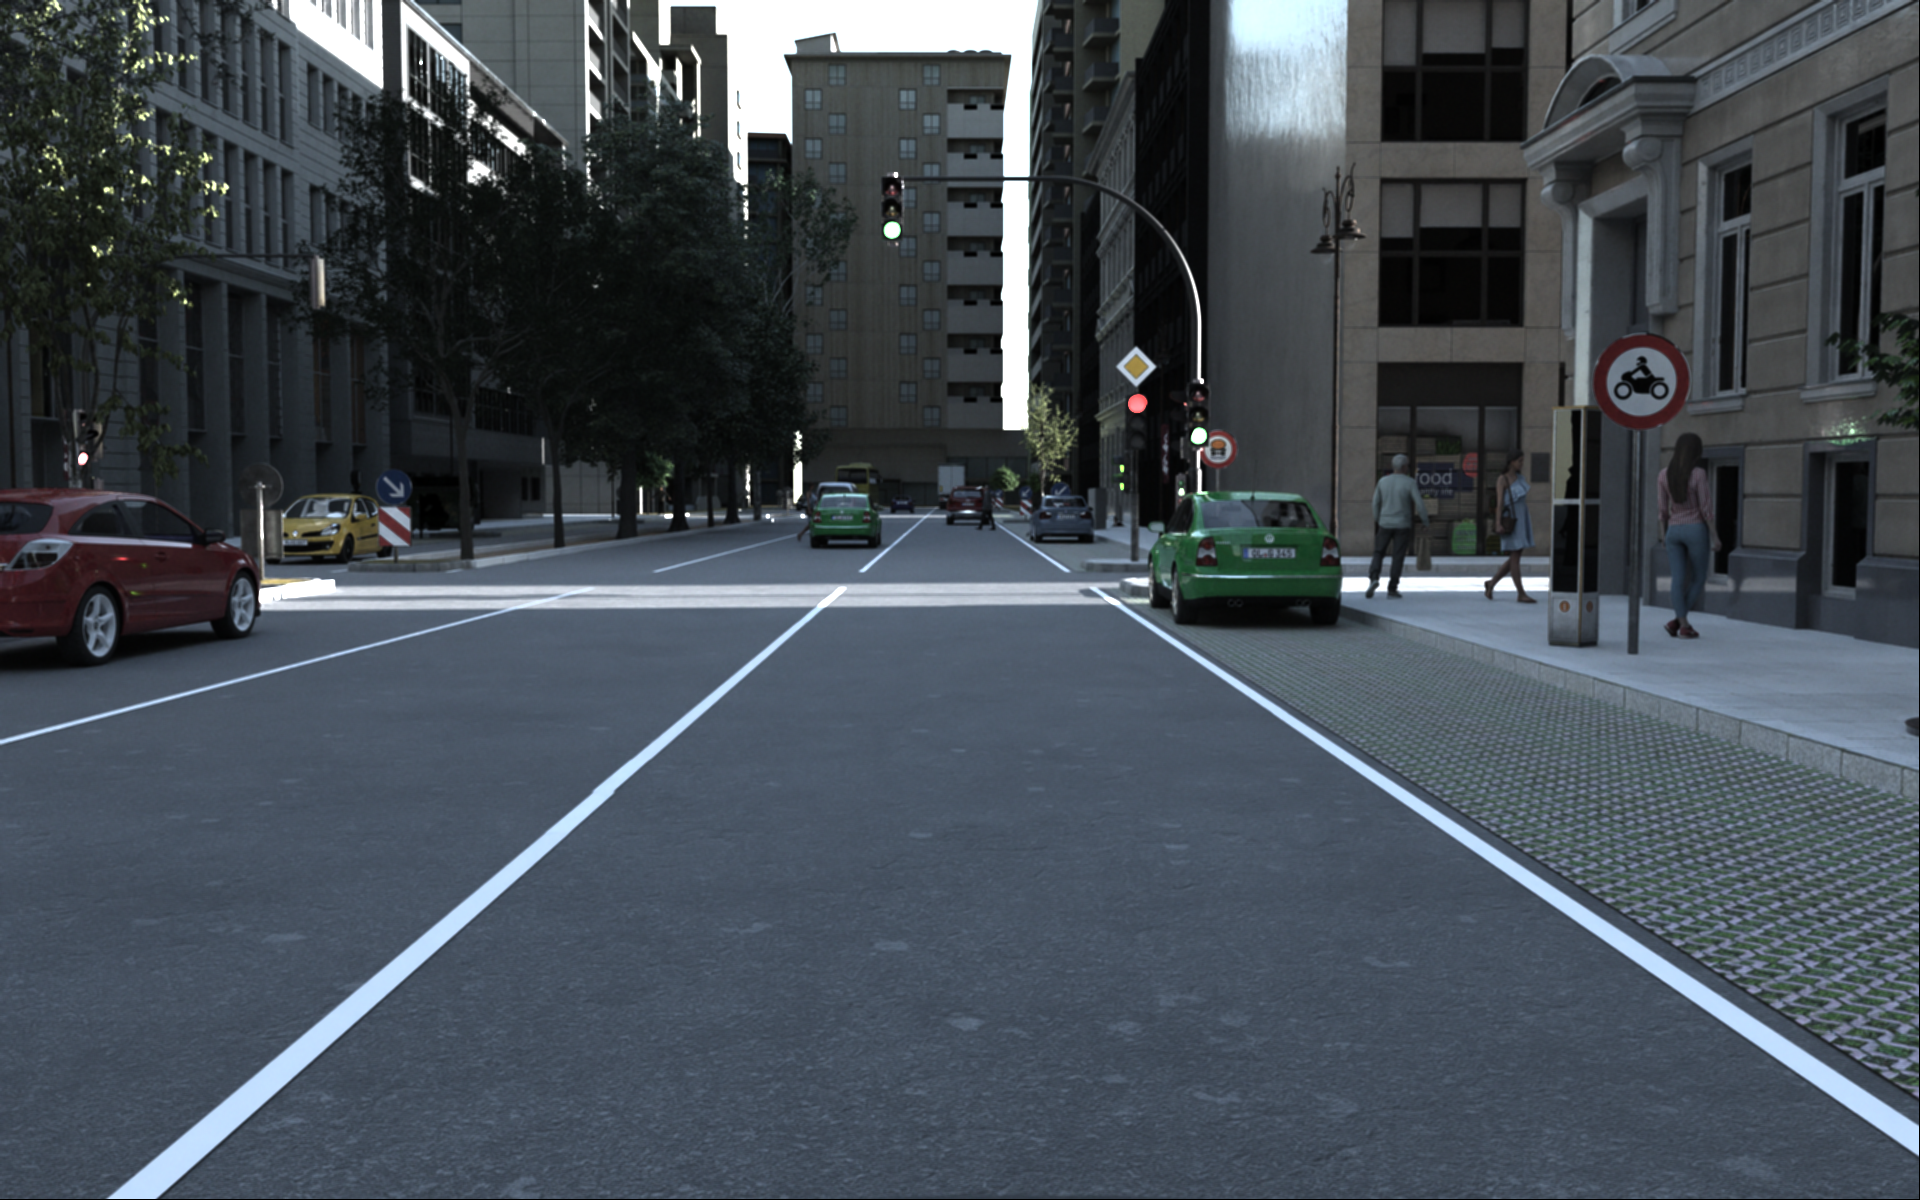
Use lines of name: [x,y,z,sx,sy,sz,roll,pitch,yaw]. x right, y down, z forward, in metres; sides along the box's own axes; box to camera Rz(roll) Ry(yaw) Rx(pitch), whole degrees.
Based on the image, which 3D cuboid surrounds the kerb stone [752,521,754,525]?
kerb stone: [-9.628,-3.477,79.161,0.120,0.150,1.000,0,4,0]

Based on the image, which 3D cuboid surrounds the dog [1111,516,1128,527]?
dog: [6.274,-3.079,68.070,0.748,0.427,0.550,0,4,-3]

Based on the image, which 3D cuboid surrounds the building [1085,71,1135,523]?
building: [12.362,-14.913,79.990,11.583,22.565,21.152,0,4,0]

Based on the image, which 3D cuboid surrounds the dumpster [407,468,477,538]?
dumpster: [-16.535,-3.071,55.157,1.985,2.255,1.502,0,4,1]

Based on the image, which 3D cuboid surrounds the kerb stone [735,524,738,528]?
kerb stone: [-9.594,-3.103,72.999,0.120,0.150,1.000,0,4,0]

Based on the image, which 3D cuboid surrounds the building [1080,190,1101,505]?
building: [13.603,-16.480,99.130,12.332,23.373,15.834,0,4,0]

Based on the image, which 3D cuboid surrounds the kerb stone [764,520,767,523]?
kerb stone: [-9.650,-3.797,84.277,0.120,0.150,1.000,0,4,0]

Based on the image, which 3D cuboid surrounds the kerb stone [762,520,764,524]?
kerb stone: [-9.643,-3.730,83.255,0.120,0.150,1.000,0,4,0]

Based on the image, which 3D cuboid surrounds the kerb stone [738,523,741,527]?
kerb stone: [-9.602,-3.168,74.021,0.120,0.150,1.000,0,4,0]

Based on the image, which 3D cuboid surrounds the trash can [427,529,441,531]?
trash can: [-18.535,-3.019,61.014,0.748,1.137,0.748,0,3,0]

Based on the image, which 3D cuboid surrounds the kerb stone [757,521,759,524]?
kerb stone: [-9.639,-3.609,81.205,0.120,0.150,1.000,0,4,0]

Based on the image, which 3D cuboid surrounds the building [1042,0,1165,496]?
building: [17.646,-29.140,131.061,22.147,44.769,28.867,0,4,0]

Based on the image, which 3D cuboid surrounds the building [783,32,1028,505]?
building: [-5.873,-37.791,207.120,27.495,52.752,28.713,0,4,0]

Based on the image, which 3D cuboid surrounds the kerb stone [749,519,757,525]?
kerb stone: [-9.640,-3.547,80.182,0.120,0.150,1.000,0,4,0]

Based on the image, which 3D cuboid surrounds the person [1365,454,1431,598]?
person: [5.408,-0.898,21.218,0.782,1.767,0.515,2,4,31]

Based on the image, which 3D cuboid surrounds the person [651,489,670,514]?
person: [-19.083,-6.386,110.588,1.348,1.807,0.705,1,4,15]

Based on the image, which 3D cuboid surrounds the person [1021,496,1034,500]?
person: [5.121,-7.760,132.879,0.705,1.831,1.348,-3,5,-41]

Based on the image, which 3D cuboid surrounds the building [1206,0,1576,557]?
building: [24.731,-14.663,44.254,34.151,26.468,19.350,0,4,0]

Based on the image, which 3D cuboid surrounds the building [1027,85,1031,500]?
building: [13.854,-30.045,174.838,14.154,41.232,14.086,0,4,0]

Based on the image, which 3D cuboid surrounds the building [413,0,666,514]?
building: [-31.174,-41.506,116.879,20.563,71.187,20.611,0,4,0]

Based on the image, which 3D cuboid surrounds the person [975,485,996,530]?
person: [1.011,-3.673,68.957,0.834,1.777,0.661,1,4,13]

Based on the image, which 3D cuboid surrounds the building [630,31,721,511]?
building: [-36.690,-27.473,141.059,32.217,40.220,23.993,0,4,0]

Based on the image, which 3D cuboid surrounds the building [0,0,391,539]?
building: [-26.460,-16.593,48.787,11.434,29.767,29.804,0,4,0]

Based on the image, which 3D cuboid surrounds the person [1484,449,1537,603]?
person: [6.506,-0.881,20.541,0.616,1.811,0.778,-2,4,-33]

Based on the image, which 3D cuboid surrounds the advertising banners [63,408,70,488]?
advertising banners: [-18.430,-2.438,36.055,0.090,3.025,2.074,-1,4,-15]

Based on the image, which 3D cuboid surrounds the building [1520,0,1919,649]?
building: [14.148,-13.859,12.507,13.634,28.700,20.117,0,4,0]

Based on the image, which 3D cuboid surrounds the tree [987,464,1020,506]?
tree: [4.619,-12.338,185.443,4.285,4.588,4.351,0,3,0]

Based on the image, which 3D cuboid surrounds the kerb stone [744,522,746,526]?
kerb stone: [-9.615,-3.296,76.079,0.120,0.150,1.000,0,4,0]

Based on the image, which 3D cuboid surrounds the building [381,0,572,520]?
building: [-28.159,-15.929,79.514,14.314,24.678,30.058,0,4,0]

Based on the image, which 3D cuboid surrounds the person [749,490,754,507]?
person: [-20.514,-10.023,170.735,1.217,1.723,0.721,-1,4,-8]

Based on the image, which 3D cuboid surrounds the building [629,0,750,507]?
building: [-32.623,-33.440,170.450,21.600,48.544,21.300,0,4,0]

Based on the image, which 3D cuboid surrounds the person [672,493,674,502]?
person: [-19.989,-6.882,121.781,0.599,1.433,0.991,-3,4,-37]

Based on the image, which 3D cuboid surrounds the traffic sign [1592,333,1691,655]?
traffic sign: [5.395,-0.838,13.806,0.768,2.556,0.104,0,4,3]

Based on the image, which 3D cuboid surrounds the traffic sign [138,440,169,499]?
traffic sign: [-18.503,-2.438,39.861,0.884,2.594,0.081,0,4,6]

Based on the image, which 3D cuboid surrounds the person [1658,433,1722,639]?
person: [6.487,-0.572,15.399,0.555,1.821,0.388,3,5,41]

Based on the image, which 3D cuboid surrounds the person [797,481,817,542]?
person: [-4.486,-2.630,51.595,0.778,1.811,0.616,1,4,11]

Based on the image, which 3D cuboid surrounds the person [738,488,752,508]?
person: [-19.238,-9.085,154.603,1.348,1.822,0.705,1,4,15]

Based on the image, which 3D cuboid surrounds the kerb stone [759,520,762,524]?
kerb stone: [-9.636,-3.672,82.228,0.120,0.150,1.000,0,4,0]

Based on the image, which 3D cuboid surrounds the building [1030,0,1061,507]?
building: [17.503,-32.565,156.132,21.300,48.544,21.600,0,4,0]

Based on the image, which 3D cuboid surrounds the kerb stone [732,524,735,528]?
kerb stone: [-9.591,-3.037,71.977,0.120,0.150,1.000,0,4,0]

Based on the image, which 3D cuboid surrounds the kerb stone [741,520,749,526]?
kerb stone: [-9.623,-3.357,77.108,0.120,0.150,1.000,0,4,0]

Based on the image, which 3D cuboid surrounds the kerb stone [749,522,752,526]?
kerb stone: [-9.617,-3.422,78.138,0.120,0.150,1.000,0,4,0]

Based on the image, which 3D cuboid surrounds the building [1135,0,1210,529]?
building: [13.171,-14.179,61.511,12.332,23.373,15.834,0,4,0]

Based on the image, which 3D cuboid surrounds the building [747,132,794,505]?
building: [-34.037,-33.572,203.532,28.867,44.769,22.147,0,4,0]

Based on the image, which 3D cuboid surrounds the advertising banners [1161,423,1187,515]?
advertising banners: [5.322,-2.814,42.189,0.090,3.025,2.074,-1,4,-18]

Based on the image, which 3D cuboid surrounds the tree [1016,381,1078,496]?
tree: [5.446,-9.892,112.089,4.737,8.622,4.395,0,3,0]

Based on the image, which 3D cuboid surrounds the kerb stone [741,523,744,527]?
kerb stone: [-9.612,-3.231,75.057,0.120,0.150,1.000,0,4,0]

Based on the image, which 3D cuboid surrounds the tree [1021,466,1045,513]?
tree: [5.046,-7.709,120.651,1.663,3.219,1.824,0,3,0]

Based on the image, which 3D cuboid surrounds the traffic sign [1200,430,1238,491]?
traffic sign: [5.144,-2.109,34.590,0.768,2.556,0.104,0,4,3]
